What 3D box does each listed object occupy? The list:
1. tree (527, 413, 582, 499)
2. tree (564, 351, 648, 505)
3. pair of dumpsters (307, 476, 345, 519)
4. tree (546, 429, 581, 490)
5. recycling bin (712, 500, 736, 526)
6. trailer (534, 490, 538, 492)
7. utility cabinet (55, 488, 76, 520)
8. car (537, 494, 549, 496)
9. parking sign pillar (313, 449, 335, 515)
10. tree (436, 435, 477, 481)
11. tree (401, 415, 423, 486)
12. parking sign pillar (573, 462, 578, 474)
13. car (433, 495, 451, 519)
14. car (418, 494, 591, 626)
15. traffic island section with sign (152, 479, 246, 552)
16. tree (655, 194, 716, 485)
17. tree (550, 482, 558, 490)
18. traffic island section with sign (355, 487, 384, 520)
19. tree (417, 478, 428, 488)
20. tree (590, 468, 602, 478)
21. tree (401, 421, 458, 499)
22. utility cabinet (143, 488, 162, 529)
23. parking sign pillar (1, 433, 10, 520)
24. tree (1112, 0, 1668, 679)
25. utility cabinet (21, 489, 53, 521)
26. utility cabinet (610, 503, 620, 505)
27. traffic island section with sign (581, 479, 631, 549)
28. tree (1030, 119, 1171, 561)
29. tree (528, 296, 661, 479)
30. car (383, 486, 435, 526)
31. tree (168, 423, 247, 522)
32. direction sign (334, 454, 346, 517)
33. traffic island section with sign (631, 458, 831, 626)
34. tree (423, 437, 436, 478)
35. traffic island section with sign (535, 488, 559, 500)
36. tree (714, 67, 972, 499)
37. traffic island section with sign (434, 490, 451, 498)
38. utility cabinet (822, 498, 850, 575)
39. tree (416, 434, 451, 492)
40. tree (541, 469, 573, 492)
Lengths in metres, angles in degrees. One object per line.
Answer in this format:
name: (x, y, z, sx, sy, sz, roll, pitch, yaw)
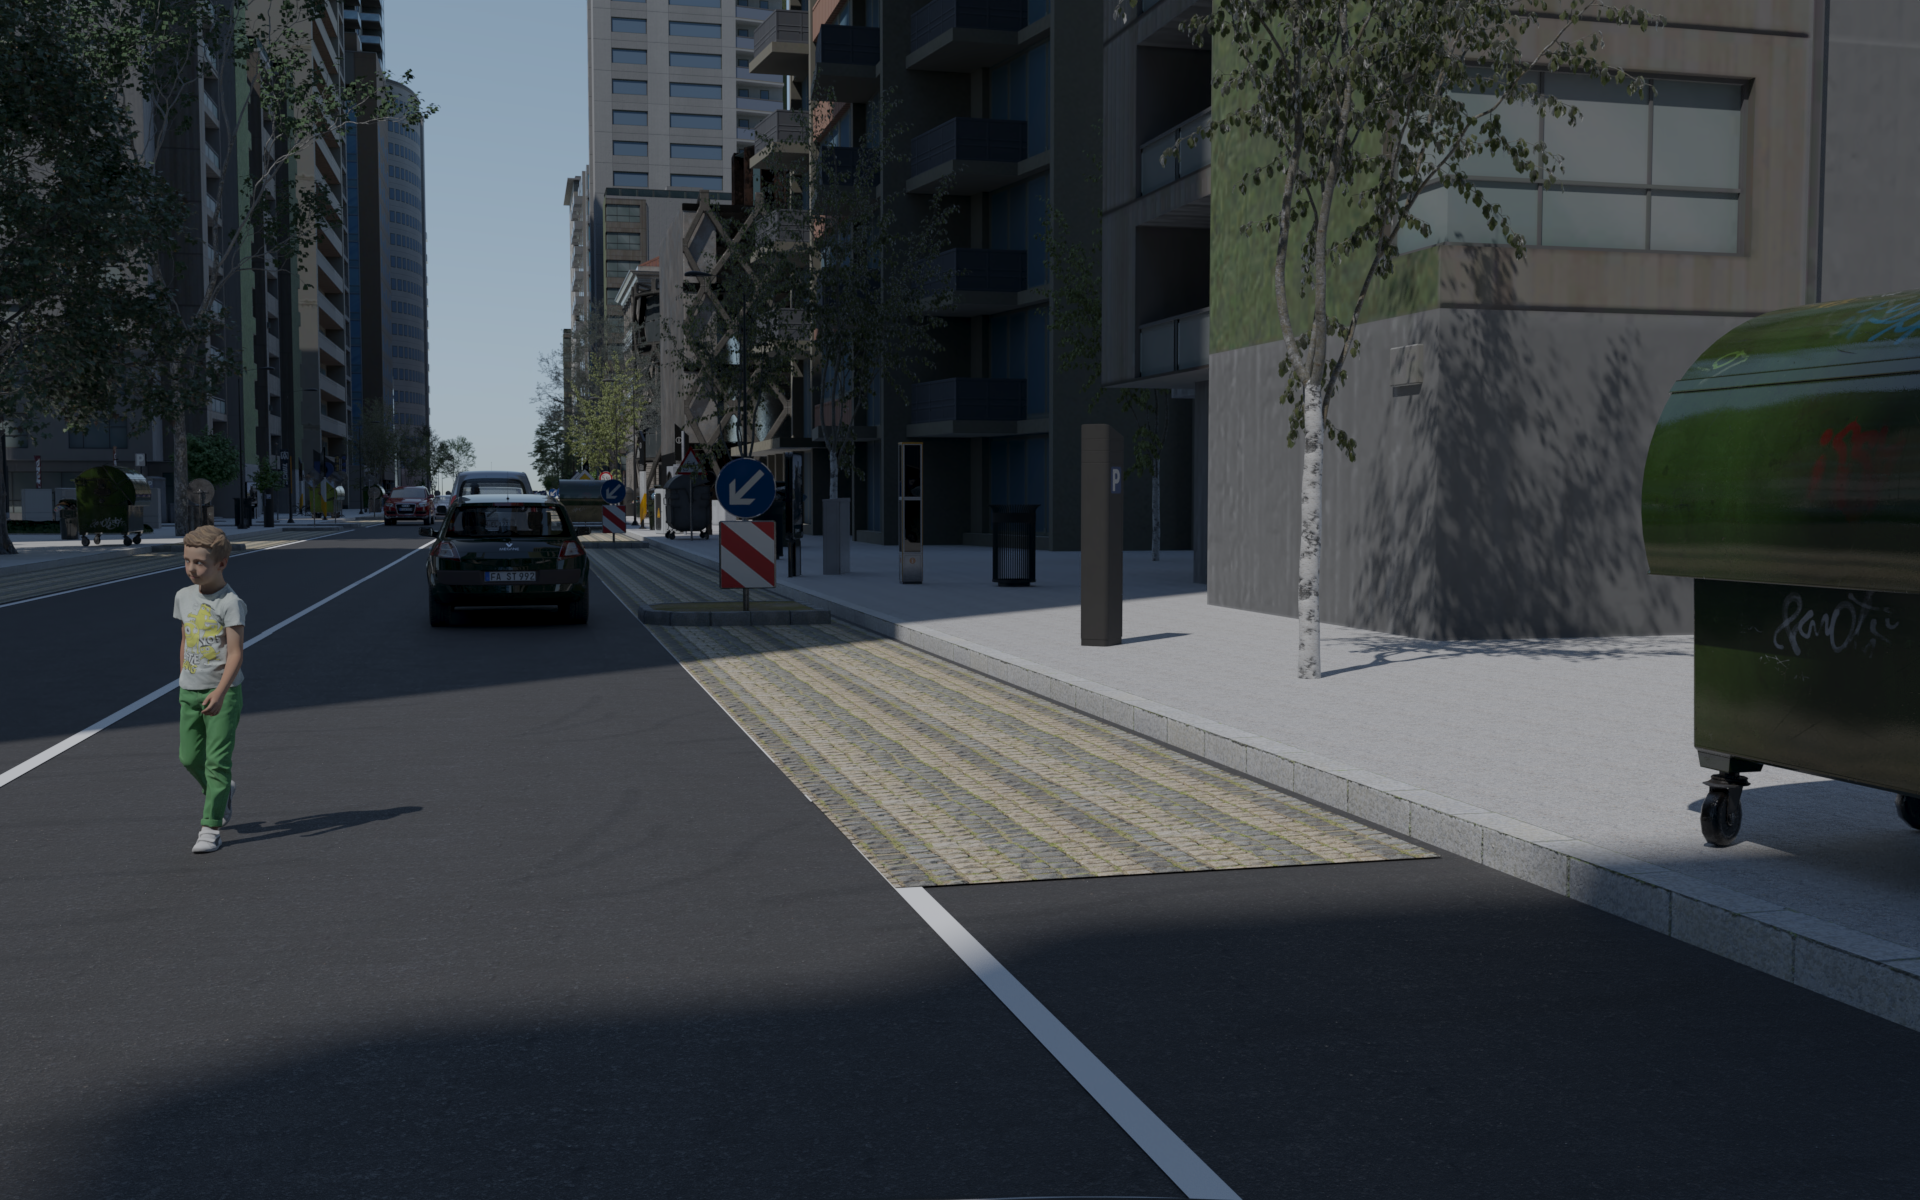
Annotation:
tree: (-54.049, -19.170, 231.547, 7.486, 12.596, 7.792, 0, 3, 0)
tree: (-17.738, -8.426, 88.129, 4.737, 8.622, 4.395, 0, 3, 0)
pair of dumpsters: (-33.389, -5.424, 91.182, 1.574, 2.255, 4.437, -1, 4, -14)
tree: (-42.710, -14.439, 186.440, 4.360, 8.622, 3.978, 0, 3, 0)
recycling bin: (-9.649, -3.566, 70.866, 0.722, 1.027, 0.722, 2, 4, 35)
trailer: (-67.952, -16.499, 276.814, 1.471, 1.999, 3.904, -1, 4, -12)
utility cabinet: (-32.468, -3.333, 63.172, 0.318, 1.500, 1.173, 1, 4, 8)
car: (-47.132, -11.416, 195.452, 1.959, 1.807, 4.718, -1, 4, -14)
parking sign pillar: (-37.867, -7.024, 103.307, 1.447, 3.967, 1.447, -1, 4, -15)
tree: (-88.087, -23.046, 302.561, 9.928, 11.665, 9.643, 0, 3, 0)
tree: (-45.986, -11.443, 137.461, 4.360, 8.622, 3.978, 0, 3, 0)
parking sign pillar: (-32.787, -9.736, 147.657, 1.447, 3.967, 1.447, -1, 4, -13)
car: (-29.301, -5.291, 98.865, 2.083, 1.381, 4.827, -1, 4, -15)
car: (-5.311, -0.643, 20.298, 2.009, 1.686, 4.222, -1, 4, -15)
traffic island section with sign: (-19.148, -2.142, 43.648, 1.989, 1.847, 2.006, -1, 4, -14)
tree: (-5.230, -5.582, 41.620, 4.360, 8.622, 3.978, 0, 3, 0)
tree: (-56.438, -15.087, 241.272, 1.663, 3.219, 1.824, 0, 3, 0)
traffic island section with sign: (-32.597, -5.376, 96.531, 1.989, 1.847, 2.006, -1, 4, -14)
tree: (-58.035, -11.786, 187.309, 1.663, 3.219, 1.824, 0, 3, 0)
tree: (-27.314, -8.251, 129.511, 1.663, 3.219, 1.824, 0, 3, 0)
tree: (-67.903, -17.598, 222.142, 7.601, 10.594, 8.767, 2, 4, 27)
utility cabinet: (-29.857, -3.340, 63.289, 1.173, 1.500, 0.318, 0, 4, -6)
parking sign pillar: (-42.942, -5.400, 76.759, 1.447, 3.967, 1.447, -1, 4, -16)
tree: (2.669, -3.761, 11.859, 4.360, 8.622, 3.978, 0, 3, 0)
utility cabinet: (-40.076, -4.068, 75.187, 0.318, 1.500, 1.173, 2, 4, 34)
utility cabinet: (-19.241, -5.142, 95.237, 1.020, 1.237, 0.306, -3, 4, -36)
traffic island section with sign: (-9.378, -2.296, 46.160, 1.989, 1.847, 2.006, -1, 4, -14)
tree: (3.516, -5.052, 32.961, 4.737, 8.622, 4.395, 0, 3, 0)
tree: (-21.693, -12.068, 107.674, 12.009, 13.543, 11.850, 0, 3, 0)
car: (-25.638, -4.406, 80.703, 2.281, 1.827, 5.304, -1, 4, -14)
tree: (-35.065, -5.935, 80.750, 4.285, 4.588, 4.351, 0, 3, 0)
direction sign: (-35.252, -6.521, 98.614, 0.876, 3.537, 0.379, 2, 4, 27)
traffic island section with sign: (-2.620, -0.672, 19.615, 1.989, 1.847, 2.006, -1, 4, -14)
tree: (-50.115, -12.680, 157.675, 4.360, 8.622, 3.978, 0, 3, 0)
traffic island section with sign: (-29.750, -7.189, 126.162, 1.989, 1.847, 2.006, -1, 4, -14)
tree: (-2.040, -4.932, 30.997, 4.360, 8.622, 3.978, 0, 3, 0)
traffic island section with sign: (-51.762, -9.978, 171.774, 1.989, 1.847, 2.006, -1, 4, -14)
utility cabinet: (-2.002, -1.030, 28.009, 0.306, 1.237, 1.020, 0, 4, 5)
tree: (-64.437, -15.983, 211.685, 4.737, 8.622, 4.395, 0, 3, 0)
tree: (-46.069, -13.490, 204.271, 4.285, 4.588, 4.351, 0, 3, 0)
